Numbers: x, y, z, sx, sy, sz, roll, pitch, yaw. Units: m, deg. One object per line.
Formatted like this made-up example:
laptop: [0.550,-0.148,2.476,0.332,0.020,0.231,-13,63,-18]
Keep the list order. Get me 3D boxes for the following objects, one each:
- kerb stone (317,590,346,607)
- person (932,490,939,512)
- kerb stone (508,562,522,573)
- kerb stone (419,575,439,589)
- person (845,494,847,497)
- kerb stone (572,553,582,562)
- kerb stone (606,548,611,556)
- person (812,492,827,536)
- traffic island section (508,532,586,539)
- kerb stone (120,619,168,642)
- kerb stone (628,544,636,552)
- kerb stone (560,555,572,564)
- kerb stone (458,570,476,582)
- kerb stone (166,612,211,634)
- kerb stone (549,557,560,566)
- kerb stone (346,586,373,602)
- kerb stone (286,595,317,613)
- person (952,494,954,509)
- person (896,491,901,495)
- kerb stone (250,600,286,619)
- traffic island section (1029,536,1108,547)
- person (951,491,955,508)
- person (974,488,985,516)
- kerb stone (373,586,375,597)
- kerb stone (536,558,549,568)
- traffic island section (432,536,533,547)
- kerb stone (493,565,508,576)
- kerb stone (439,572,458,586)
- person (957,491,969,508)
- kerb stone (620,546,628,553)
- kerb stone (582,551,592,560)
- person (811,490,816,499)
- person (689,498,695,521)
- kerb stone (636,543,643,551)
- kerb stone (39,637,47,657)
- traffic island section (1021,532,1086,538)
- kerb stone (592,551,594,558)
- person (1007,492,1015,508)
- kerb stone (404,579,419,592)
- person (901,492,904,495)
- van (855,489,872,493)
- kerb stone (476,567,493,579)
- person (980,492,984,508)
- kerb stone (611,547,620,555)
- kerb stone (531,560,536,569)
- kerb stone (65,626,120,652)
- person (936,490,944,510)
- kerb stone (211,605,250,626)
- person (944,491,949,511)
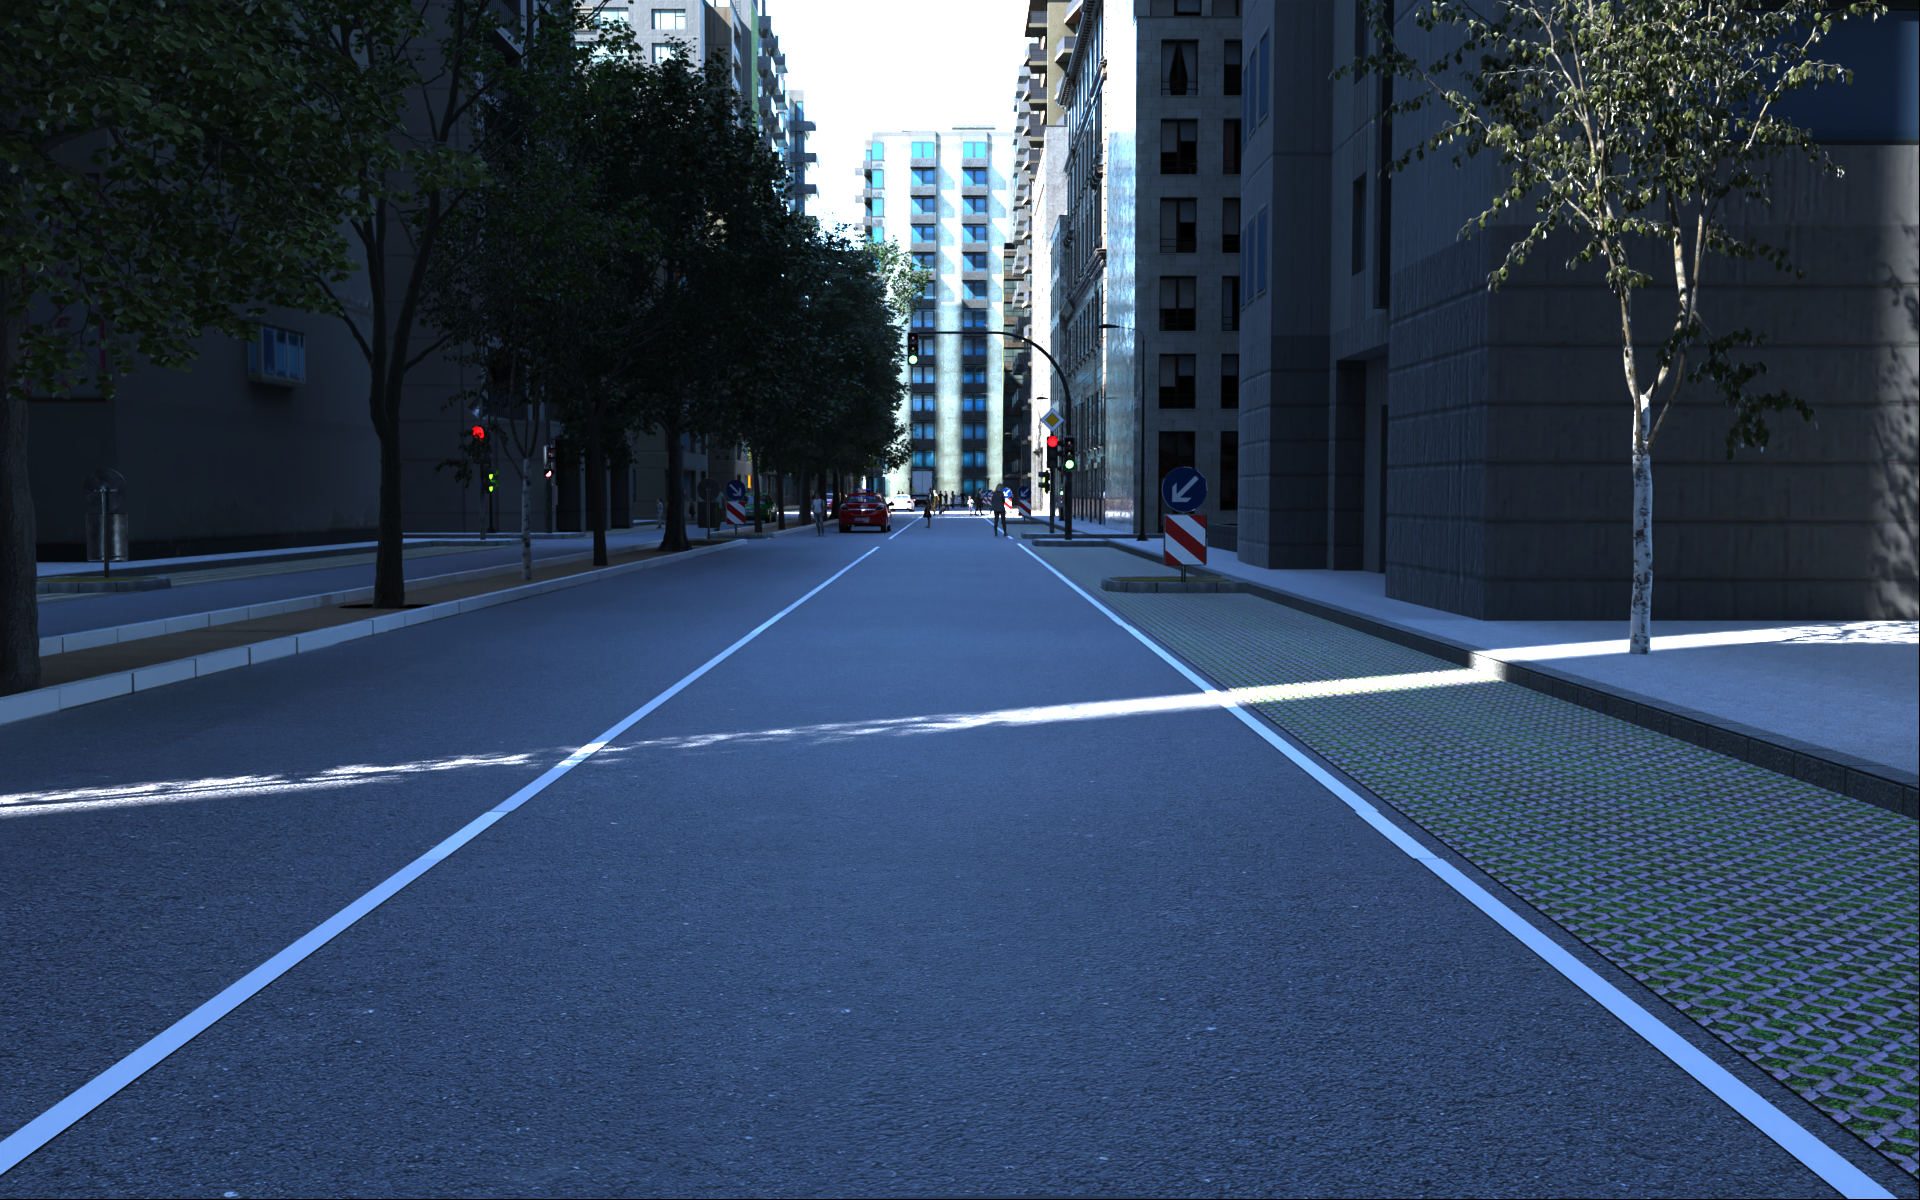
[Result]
kerb stone: [-8.133,0.001,22.184,0.120,0.150,1.000,0,4,0]
person: [-2.123,-8.059,140.998,1.217,1.736,0.721,3,5,40]
kerb stone: [-8.167,-0.563,31.405,0.120,0.150,1.000,0,4,0]
kerb stone: [-8.150,-0.246,26.290,0.120,0.150,1.000,0,4,0]
person: [-9.104,-7.645,133.499,1.348,1.823,0.705,1,4,17]
kerb stone: [-8.194,-0.875,36.536,0.120,0.150,1.000,0,4,0]
kerb stone: [-8.196,-1.065,39.607,0.120,0.150,1.000,0,4,0]
person: [-4.756,-2.916,58.777,0.503,1.515,0.523,-1,4,-15]
traffic island section: [-13.417,-2.095,56.529,2.009,0.180,2.903,0,4,0]
kerb stone: [-8.118,0.314,17.069,0.120,0.150,1.000,0,4,0]
kerb stone: [-8.204,-1.252,42.673,0.120,0.150,1.000,0,4,0]
kerb stone: [-8.180,-0.809,35.509,0.120,0.150,1.000,0,4,0]
kerb stone: [-8.157,-0.376,28.339,0.120,0.150,1.000,0,4,0]
kerb stone: [-8.127,0.251,18.091,0.120,0.150,1.000,0,4,0]
kerb stone: [-8.180,-0.749,34.478,0.120,0.150,1.000,0,4,0]
kerb stone: [-8.131,-0.062,23.215,0.120,0.150,1.000,0,4,0]
kerb stone: [-8.129,0.064,21.157,0.120,0.150,1.000,0,4,0]
person: [-0.717,-9.753,171.179,0.599,1.433,0.991,0,4,4]
person: [-7.280,-12.094,206.224,1.348,1.826,0.705,-2,4,-32]
kerb stone: [-8.124,0.126,20.135,0.120,0.150,1.000,0,4,0]
traffic island section: [3.053,-1.610,48.598,2.009,0.180,2.903,0,4,0]
person: [-0.625,-10.006,172.810,0.721,1.735,1.217,1,4,11]
person: [1.302,-6.478,114.198,0.755,1.850,0.659,0,4,-8]
kerb stone: [-8.139,-0.124,24.242,0.120,0.150,1.000,0,4,0]
kerb stone: [-8.172,-0.688,33.449,0.120,0.150,1.000,0,4,0]
traffic island section: [-13.389,-1.606,48.544,2.009,0.180,2.903,0,4,0]
kerb stone: [-8.165,-0.501,30.383,0.120,0.150,1.000,0,4,0]
kerb stone: [-8.157,-0.313,27.312,0.120,0.150,1.000,0,4,0]
person: [0.303,-10.756,184.365,1.348,1.822,0.705,-1,4,-11]
kerb stone: [-8.192,-1.190,41.651,0.120,0.150,1.000,0,4,0]
kerb stone: [-8.196,-0.940,37.563,0.120,0.150,1.000,0,4,0]
person: [-13.098,-9.047,156.561,0.705,1.807,1.348,-2,4,-33]
person: [-13.351,-4.471,86.277,0.362,1.253,0.373,3,4,36]
kerb stone: [-8.204,-1.314,43.696,0.120,0.150,1.000,0,4,0]
kerb stone: [-8.107,0.439,15.025,0.120,0.150,1.000,0,4,0]
traffic island section: [3.024,-2.098,56.583,2.009,0.180,2.903,0,4,0]
kerb stone: [-8.193,-1.001,38.585,0.120,0.150,1.000,0,4,0]
person: [4.785,-9.289,161.111,0.799,1.438,0.628,-2,4,-29]
kerb stone: [-8.150,-0.188,25.268,0.120,0.150,1.000,0,4,0]
person: [-6.677,-11.718,201.008,0.541,1.710,0.530,-1,4,-16]
van: [-10.648,-11.427,191.209,2.240,2.365,5.245,0,4,-2]
kerb stone: [-8.154,-0.435,29.361,0.120,0.150,1.000,0,4,0]
person: [1.985,-9.663,167.431,0.756,1.711,0.436,-1,4,-23]
kerb stone: [-8.201,-1.127,40.629,0.120,0.150,1.000,0,4,0]
kerb stone: [-8.175,-0.625,32.427,0.120,0.150,1.000,0,4,0]
kerb stone: [-8.110,0.376,16.047,0.120,0.150,1.000,0,4,0]
person: [-1.779,-8.774,152.475,1.217,1.766,0.721,-2,4,-34]
kerb stone: [-8.123,0.189,19.113,0.120,0.150,1.000,0,4,0]
person: [-1.196,-8.485,148.153,0.530,1.710,0.541,0,3,0]
